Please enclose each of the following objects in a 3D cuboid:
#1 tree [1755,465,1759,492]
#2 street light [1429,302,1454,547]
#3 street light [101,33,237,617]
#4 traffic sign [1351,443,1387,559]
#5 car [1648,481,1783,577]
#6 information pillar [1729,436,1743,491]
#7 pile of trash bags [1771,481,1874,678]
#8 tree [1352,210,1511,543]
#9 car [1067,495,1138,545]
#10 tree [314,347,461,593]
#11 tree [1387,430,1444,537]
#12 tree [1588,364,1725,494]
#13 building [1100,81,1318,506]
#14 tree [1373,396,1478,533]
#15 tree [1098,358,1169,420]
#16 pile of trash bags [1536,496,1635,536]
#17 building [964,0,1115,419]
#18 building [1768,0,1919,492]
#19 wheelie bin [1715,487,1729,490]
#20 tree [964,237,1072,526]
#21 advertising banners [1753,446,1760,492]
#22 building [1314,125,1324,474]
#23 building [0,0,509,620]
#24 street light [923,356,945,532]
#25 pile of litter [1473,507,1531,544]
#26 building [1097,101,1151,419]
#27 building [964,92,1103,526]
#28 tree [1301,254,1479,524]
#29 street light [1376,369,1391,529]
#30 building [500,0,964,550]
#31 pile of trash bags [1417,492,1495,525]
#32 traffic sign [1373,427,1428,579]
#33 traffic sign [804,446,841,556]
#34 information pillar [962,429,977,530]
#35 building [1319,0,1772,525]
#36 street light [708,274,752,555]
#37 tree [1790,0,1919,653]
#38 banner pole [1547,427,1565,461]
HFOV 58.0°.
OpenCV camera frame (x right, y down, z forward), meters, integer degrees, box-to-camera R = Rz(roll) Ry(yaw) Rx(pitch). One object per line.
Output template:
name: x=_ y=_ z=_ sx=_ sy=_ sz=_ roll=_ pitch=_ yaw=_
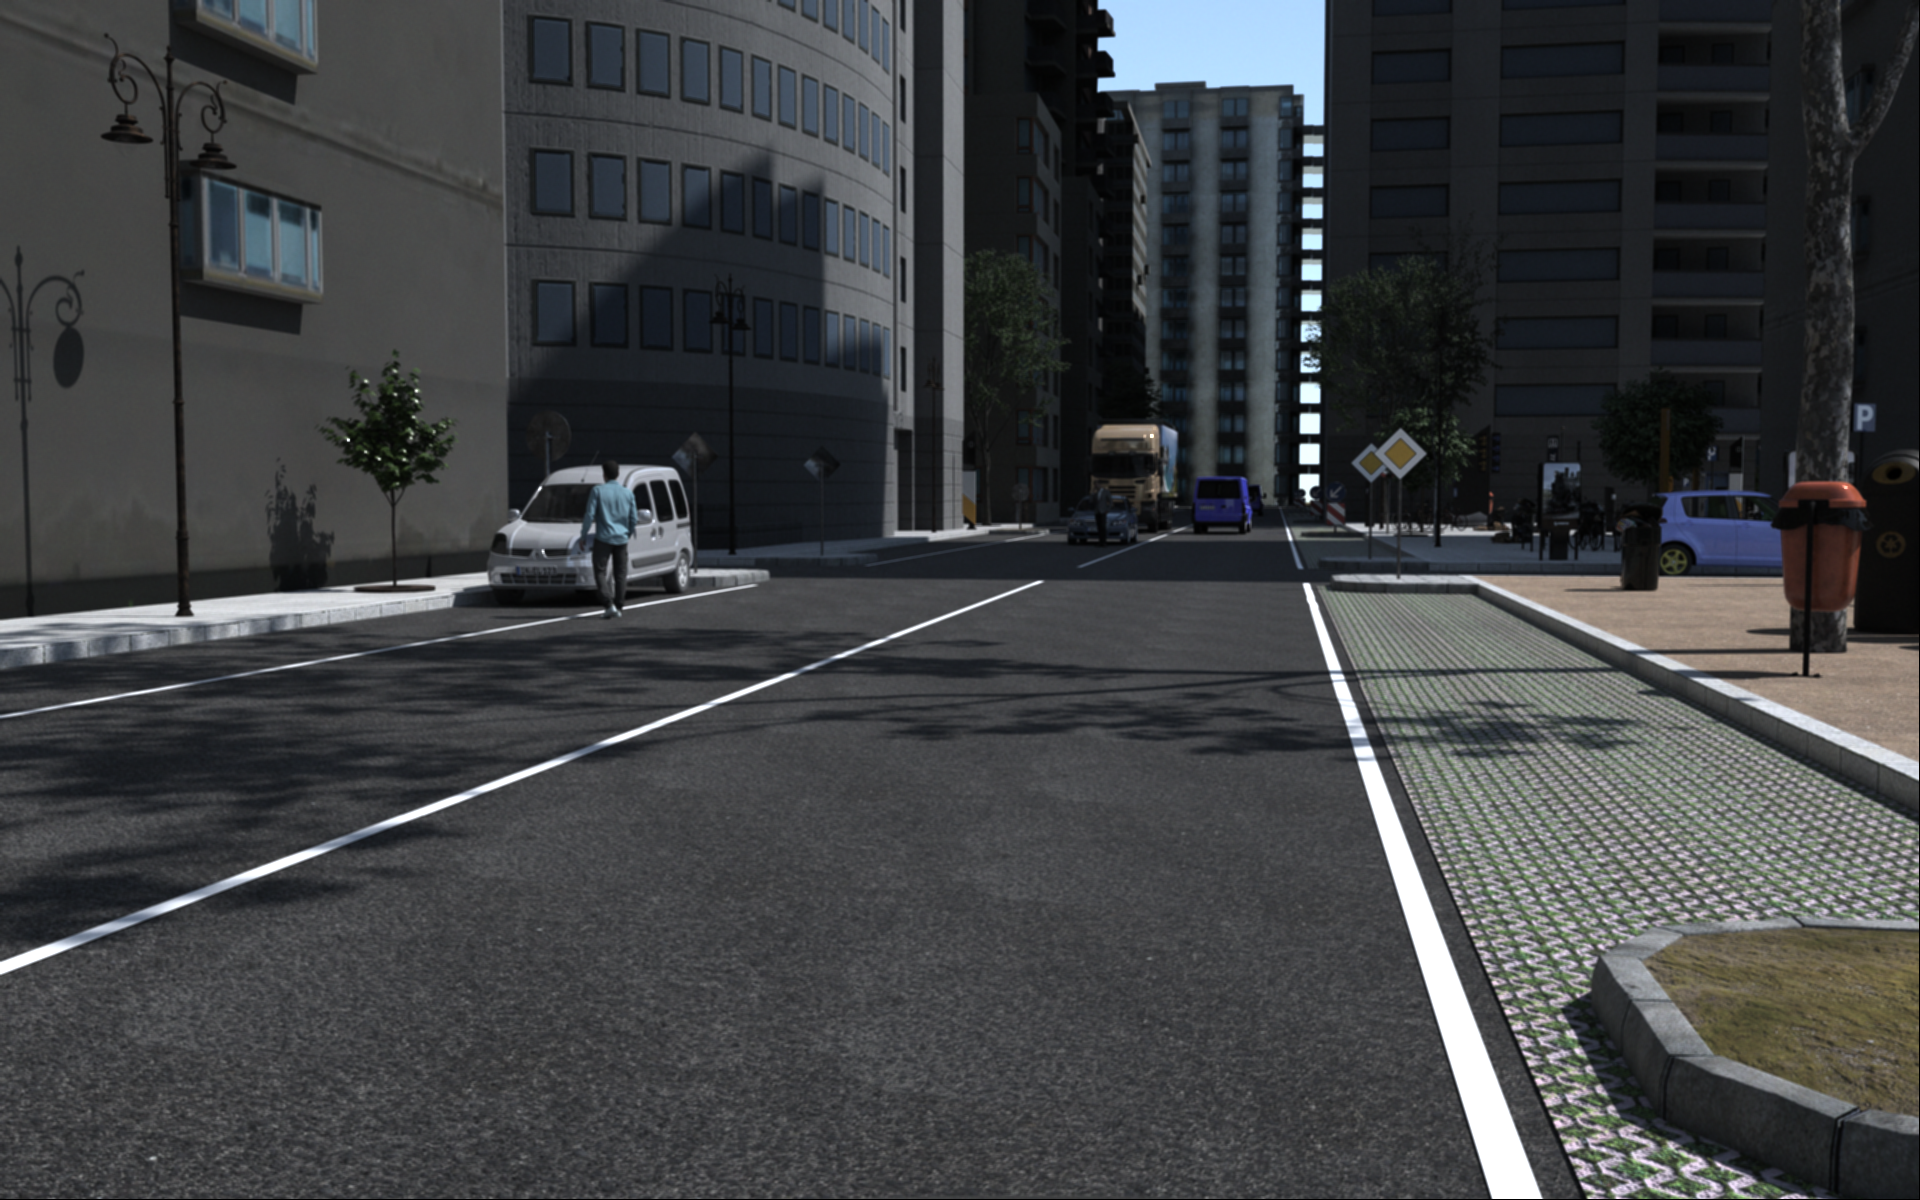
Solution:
tree: x=44.740 y=-6.236 z=96.563 sx=1.663 sy=3.219 sz=1.824 roll=0 pitch=3 yaw=0
street light: x=11.613 y=-4.227 z=41.906 sx=0.468 sy=5.910 sz=1.993 roll=1 pitch=4 yaw=10
street light: x=-8.148 y=-2.766 z=18.018 sx=0.468 sy=5.910 sz=1.993 roll=1 pitch=4 yaw=10
traffic sign: x=8.048 y=-1.853 z=33.944 sx=0.795 sy=2.450 sz=0.064 roll=1 pitch=4 yaw=10
car: x=13.400 y=-1.224 z=29.601 sx=3.694 sy=1.707 sz=1.945 roll=1 pitch=4 yaw=11
information pillar: x=31.128 y=-4.777 z=69.462 sx=0.504 sy=3.616 sz=0.183 roll=2 pitch=4 yaw=35
pile of trash bags: x=7.155 y=-0.100 z=11.384 sx=3.447 sy=1.369 sz=1.912 roll=3 pitch=5 yaw=42
tree: x=12.552 y=-5.829 z=45.671 sx=4.360 sy=8.622 sz=3.978 roll=0 pitch=3 yaw=0
car: x=4.179 y=-2.341 z=50.283 sx=2.014 sy=1.417 sz=4.499 roll=1 pitch=4 yaw=10
tree: x=-7.366 y=-1.729 z=22.875 sx=1.663 sy=3.219 sz=1.824 roll=0 pitch=3 yaw=0
tree: x=13.862 y=-3.548 z=52.618 sx=1.663 sy=3.219 sz=1.824 roll=0 pitch=3 yaw=0
tree: x=17.636 y=-3.688 z=44.006 sx=4.285 sy=4.588 sz=4.351 roll=0 pitch=3 yaw=0
building: x=25.841 y=-35.756 z=204.223 sx=30.456 sy=49.044 sz=23.786 roll=1 pitch=4 yaw=10
tree: x=15.356 y=-4.502 z=57.323 sx=4.285 sy=4.588 sz=4.351 roll=0 pitch=3 yaw=0
tree: x=13.899 y=-13.892 z=145.257 sx=7.486 sy=12.596 sz=7.792 roll=0 pitch=3 yaw=0
pile of trash bags: x=19.931 y=-2.758 z=54.841 sx=3.447 sy=1.369 sz=1.912 roll=3 pitch=5 yaw=42
building: x=-0.467 y=-28.849 z=126.302 sx=22.147 sy=44.769 sz=28.867 roll=1 pitch=4 yaw=10
building: x=75.479 y=-32.959 z=162.584 sx=21.600 sy=48.544 sz=21.300 roll=1 pitch=4 yaw=10
wheelie bin: x=32.151 y=-3.977 z=72.925 sx=0.980 sy=1.594 sz=0.693 roll=0 pitch=4 yaw=-2
tree: x=0.966 y=-8.802 z=69.665 sx=9.928 sy=11.665 sz=9.643 roll=0 pitch=3 yaw=0
advertising banners: x=29.343 y=-4.058 z=62.541 sx=2.074 sy=3.025 sz=0.090 roll=-3 pitch=4 yaw=-37
building: x=55.876 y=-35.447 z=199.174 sx=30.456 sy=49.044 sz=23.786 roll=1 pitch=4 yaw=10
building: x=-19.872 y=-24.195 z=19.284 sx=21.600 sy=48.544 sz=21.300 roll=1 pitch=4 yaw=10
street light: x=-0.869 y=-5.205 z=57.893 sx=0.468 sy=5.910 sz=1.993 roll=1 pitch=4 yaw=10
pile of litter: x=14.444 y=-1.930 z=45.520 sx=1.719 sy=0.858 sz=1.176 roll=-3 pitch=5 yaw=-42
building: x=6.204 y=-29.250 z=170.118 sx=23.993 sy=40.220 sz=32.217 roll=1 pitch=4 yaw=10
building: x=-7.701 y=-15.072 z=91.462 sx=27.650 sy=21.520 sz=28.899 roll=1 pitch=4 yaw=10
tree: x=18.393 y=-9.092 z=74.403 sx=9.928 sy=11.665 sz=9.643 roll=0 pitch=3 yaw=0
street light: x=15.642 y=-5.581 z=64.040 sx=0.468 sy=5.910 sz=1.993 roll=1 pitch=4 yaw=10
building: x=-12.689 y=-31.133 z=51.016 sx=21.231 sy=58.520 sz=28.212 roll=1 pitch=4 yaw=10
pile of trash bags: x=20.984 y=-3.878 z=73.153 sx=1.912 sy=1.369 sz=3.447 roll=-3 pitch=5 yaw=-42
traffic sign: x=6.618 y=-1.373 z=26.087 sx=0.795 sy=2.450 sz=0.064 roll=1 pitch=4 yaw=10
traffic sign: x=-2.864 y=-1.976 z=35.944 sx=0.795 sy=2.450 sz=0.064 roll=1 pitch=4 yaw=10
information pillar: x=0.341 y=-4.358 z=62.615 sx=0.504 sy=3.616 sz=0.183 roll=1 pitch=4 yaw=11
building: x=29.688 y=-33.509 z=89.867 sx=21.231 sy=58.520 sz=28.212 roll=1 pitch=4 yaw=10
street light: x=-4.818 y=-3.895 z=36.474 sx=0.468 sy=5.910 sz=1.993 roll=1 pitch=4 yaw=10
tree: x=6.036 y=-9.575 z=12.439 sx=12.611 sy=20.169 sz=13.585 roll=0 pitch=3 yaw=0
banner pole: x=22.269 y=-4.567 z=64.695 sx=0.401 sy=3.779 sz=0.863 roll=-3 pitch=4 yaw=-38
